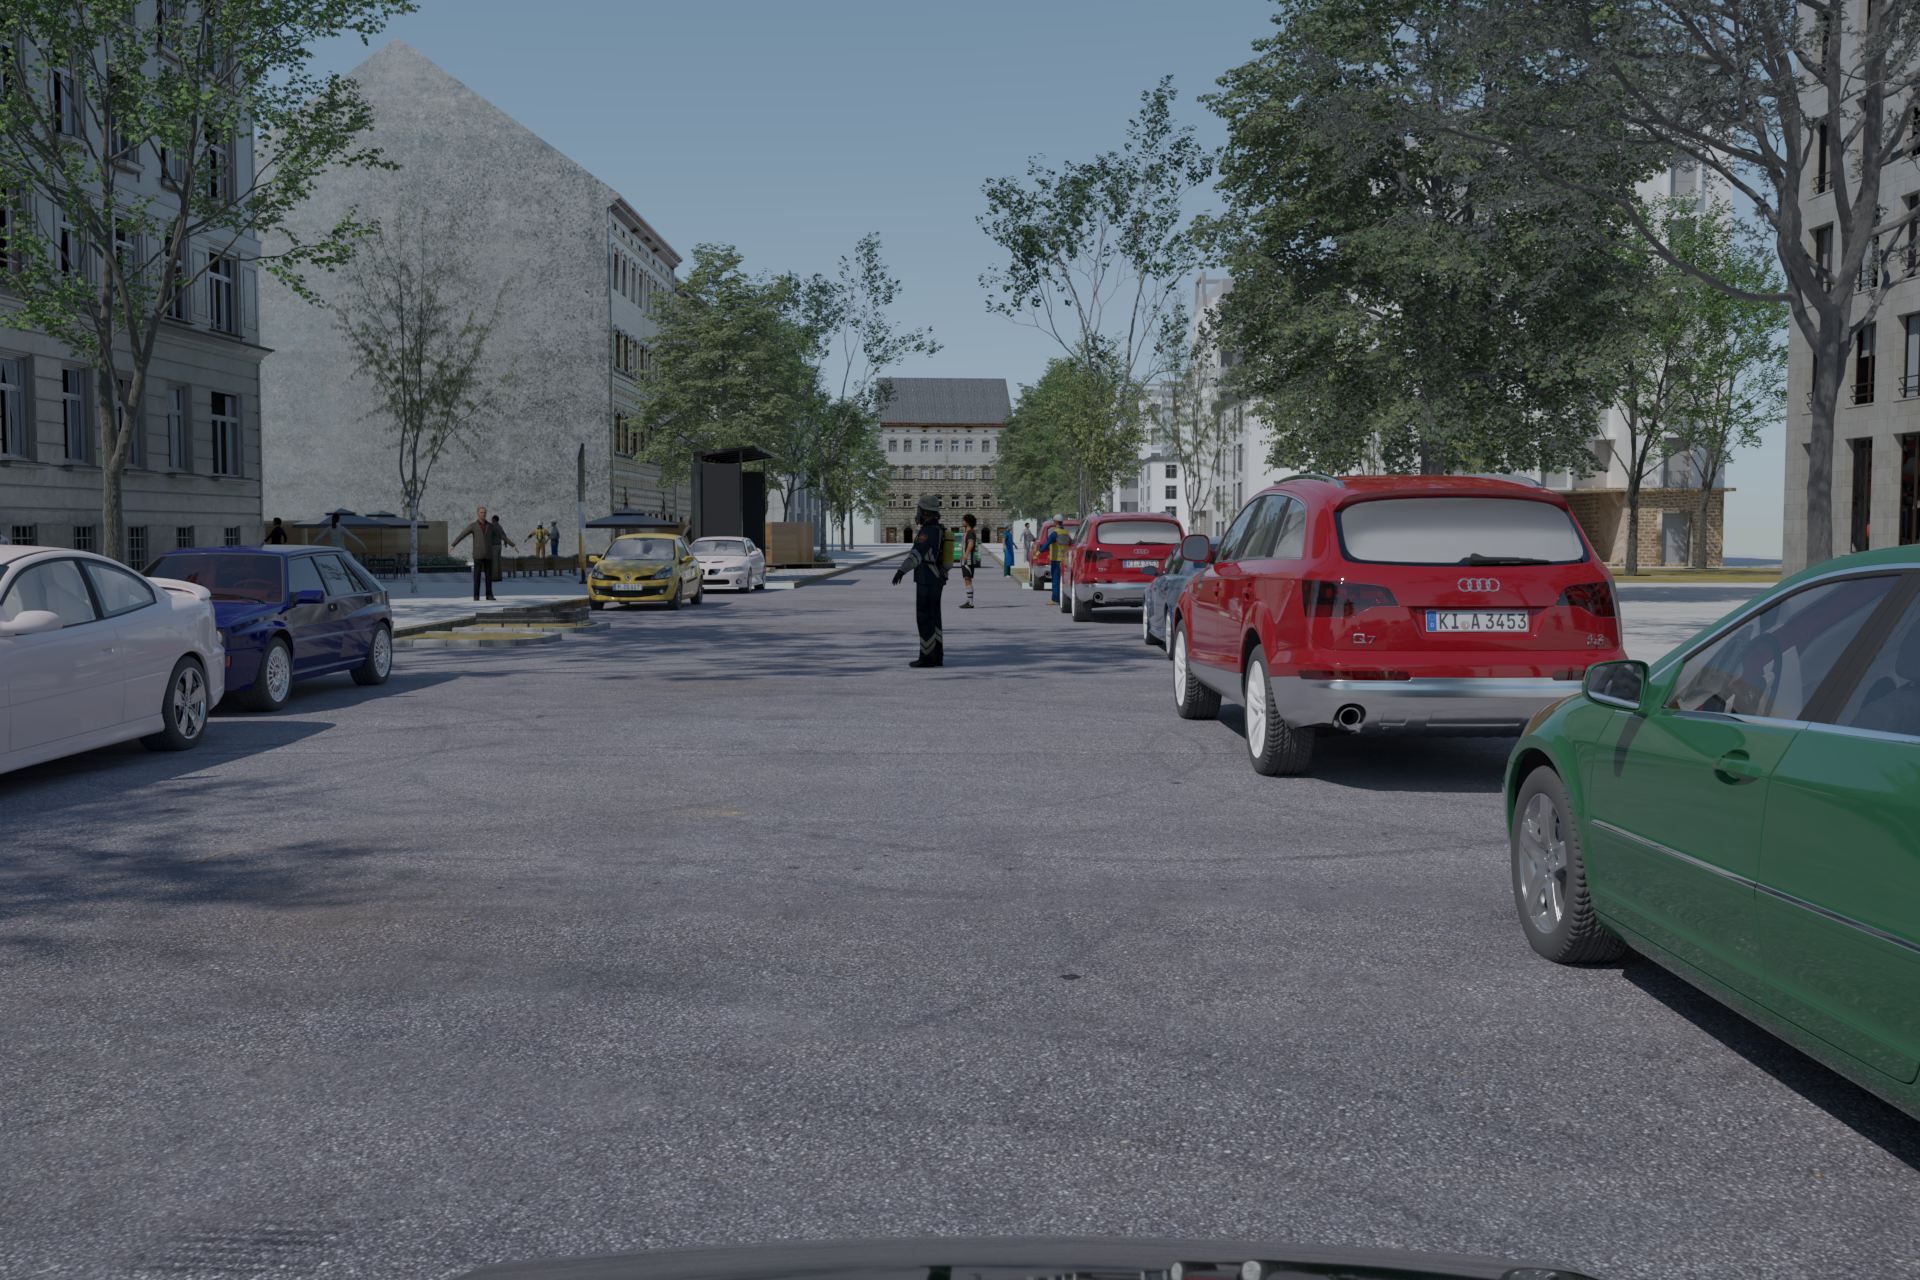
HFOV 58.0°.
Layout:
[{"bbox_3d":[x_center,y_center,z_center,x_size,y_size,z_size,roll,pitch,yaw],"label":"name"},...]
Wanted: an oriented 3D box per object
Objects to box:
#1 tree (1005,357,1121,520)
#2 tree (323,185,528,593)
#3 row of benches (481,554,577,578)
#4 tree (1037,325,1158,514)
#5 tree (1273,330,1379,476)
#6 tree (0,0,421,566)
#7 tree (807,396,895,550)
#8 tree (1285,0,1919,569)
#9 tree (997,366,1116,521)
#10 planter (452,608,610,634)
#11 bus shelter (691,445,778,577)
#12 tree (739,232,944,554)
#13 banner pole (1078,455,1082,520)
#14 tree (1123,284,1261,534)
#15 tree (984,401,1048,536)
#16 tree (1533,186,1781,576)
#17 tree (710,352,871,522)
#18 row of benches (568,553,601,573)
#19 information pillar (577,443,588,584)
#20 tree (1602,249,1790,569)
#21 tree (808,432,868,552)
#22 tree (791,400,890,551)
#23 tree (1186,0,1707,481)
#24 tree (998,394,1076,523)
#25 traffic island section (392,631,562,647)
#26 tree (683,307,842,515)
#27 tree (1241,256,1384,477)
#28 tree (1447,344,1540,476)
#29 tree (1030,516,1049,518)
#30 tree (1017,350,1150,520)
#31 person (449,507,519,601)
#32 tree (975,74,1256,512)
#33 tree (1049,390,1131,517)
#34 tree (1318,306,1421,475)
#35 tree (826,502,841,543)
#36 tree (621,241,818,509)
[{"bbox_3d":[6.740,-11.851,111.894,7.486,12.596,7.792,0,3,0],"label":"tree"},{"bbox_3d":[-12.114,-5.327,37.463,4.360,8.622,3.978,0,3,0],"label":"tree"},{"bbox_3d":[-12.961,-2.215,51.680,1.422,0.672,4.104,2,4,25],"label":"row of benches"},{"bbox_3d":[4.935,-6.827,61.977,4.737,8.622,4.395,0,3,0],"label":"tree"},{"bbox_3d":[13.361,-6.789,61.367,4.737,8.622,4.395,0,3,0],"label":"tree"},{"bbox_3d":[-12.025,-6.053,24.717,9.928,11.665,9.643,0,3,0],"label":"tree"},{"bbox_3d":[-9.349,-13.738,142.747,7.486,12.596,7.792,0,3,0],"label":"tree"},{"bbox_3d":[8.990,-6.569,17.776,12.009,13.543,11.850,0,3,0],"label":"tree"},{"bbox_3d":[6.885,-13.498,127.350,9.857,13.997,8.962,0,3,0],"label":"tree"},{"bbox_3d":[-6.297,-0.284,25.781,1.991,0.319,1.994,0,4,0],"label":"planter"},{"bbox_3d":[-6.303,-3.526,48.928,1.731,3.624,6.357,0,4,0],"label":"bus shelter"},{"bbox_3d":[-7.793,-15.465,108.738,12.611,20.169,13.585,0,3,0],"label":"tree"},{"bbox_3d":[3.797,-3.958,54.725,0.401,3.779,0.863,0,4,-1],"label":"banner pole"},{"bbox_3d":[6.934,-6.173,51.287,4.360,8.622,3.978,0,3,0],"label":"tree"},{"bbox_3d":[6.832,-14.981,151.597,9.857,13.997,8.962,0,3,0],"label":"tree"},{"bbox_3d":[20.607,-7.759,52.612,9.928,11.665,9.643,0,3,0],"label":"tree"},{"bbox_3d":[-9.066,-9.449,88.910,8.767,10.594,7.601,-1,4,-17],"label":"tree"},{"bbox_3d":[-11.036,-2.566,57.418,4.104,0.672,1.422,-2,4,-24],"label":"row of benches"},{"bbox_3d":[-9.700,-3.247,44.437,0.183,3.616,0.504,0,3,0],"label":"information pillar"},{"bbox_3d":[27.309,-8.395,63.011,9.928,11.665,9.643,0,3,0],"label":"tree"},{"bbox_3d":[-8.735,-10.478,121.685,4.737,8.622,4.395,0,3,0],"label":"tree"},{"bbox_3d":[-8.832,-12.459,129.456,9.928,11.665,9.643,0,3,0],"label":"tree"},{"bbox_3d":[8.907,-7.686,32.317,9.857,13.997,8.962,0,3,0],"label":"tree"},{"bbox_3d":[6.379,-13.505,138.925,7.486,12.596,7.792,0,3,0],"label":"tree"},{"bbox_3d":[-6.388,-0.006,22.959,1.991,0.108,1.994,0,4,1],"label":"traffic island section"},{"bbox_3d":[-8.927,-9.324,78.202,9.928,11.665,9.643,0,3,0],"label":"tree"},{"bbox_3d":[9.414,-5.798,45.155,4.737,8.622,4.395,0,3,0],"label":"tree"},{"bbox_3d":[19.179,-6.976,64.415,4.737,8.622,4.395,0,3,0],"label":"tree"},{"bbox_3d":[11.901,-18.861,242.788,7.601,10.594,8.767,0,4,-3],"label":"tree"},{"bbox_3d":[7.087,-10.596,98.992,9.928,11.665,9.643,0,3,0],"label":"tree"},{"bbox_3d":[-9.185,-1.662,33.356,1.348,1.807,0.705,-2,4,-30],"label":"person"},{"bbox_3d":[6.540,-13.303,73.396,12.611,20.169,13.585,0,3,0],"label":"tree"},{"bbox_3d":[6.302,-8.503,89.391,4.360,8.622,3.978,0,3,0],"label":"tree"},{"bbox_3d":[12.985,-6.388,54.801,4.360,8.622,3.978,0,3,0],"label":"tree"},{"bbox_3d":[-16.924,-17.946,243.780,4.360,8.622,3.978,0,3,0],"label":"tree"},{"bbox_3d":[-9.407,-9.182,68.250,7.486,12.596,7.792,0,3,0],"label":"tree"}]
